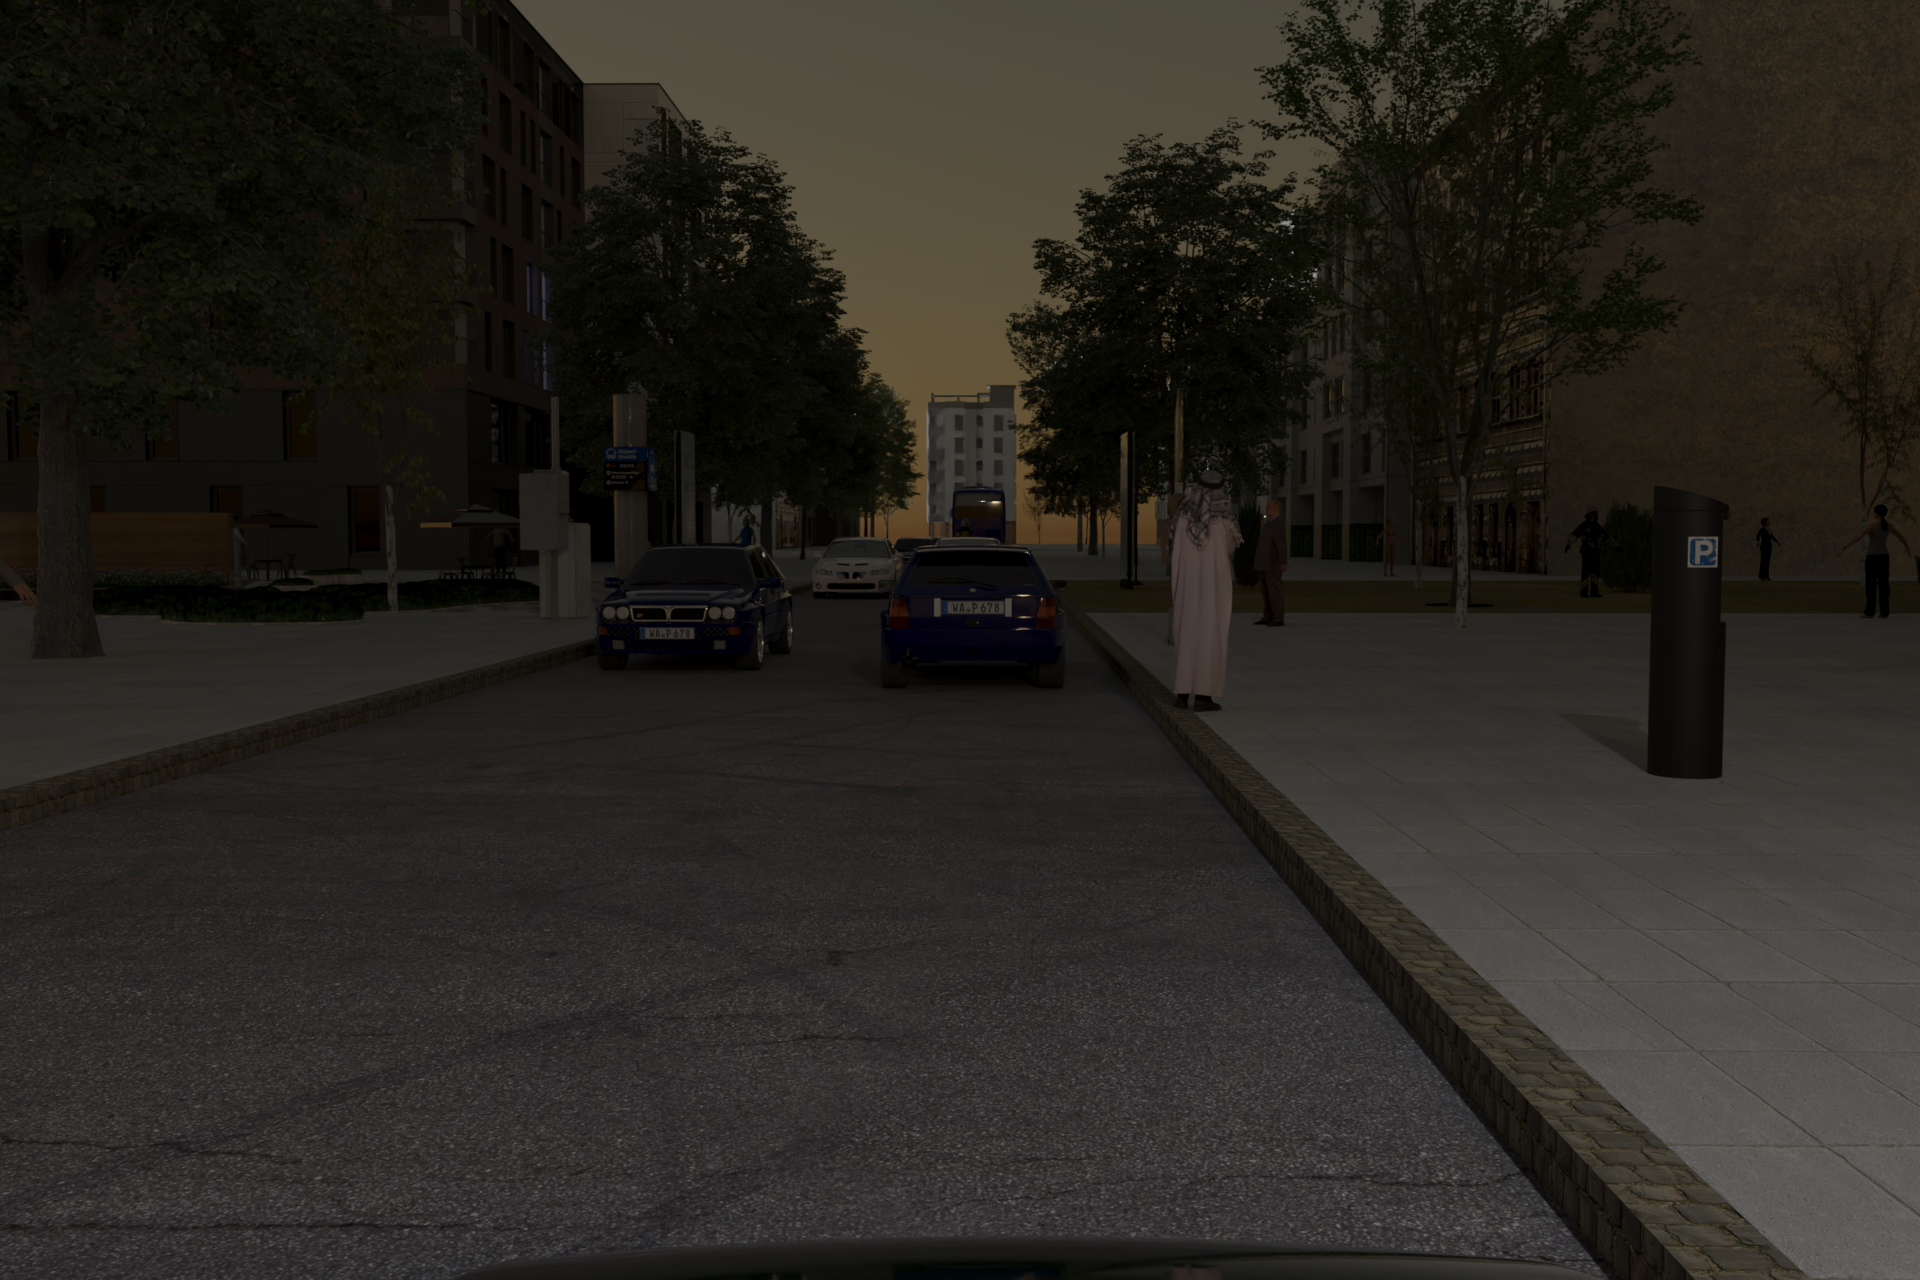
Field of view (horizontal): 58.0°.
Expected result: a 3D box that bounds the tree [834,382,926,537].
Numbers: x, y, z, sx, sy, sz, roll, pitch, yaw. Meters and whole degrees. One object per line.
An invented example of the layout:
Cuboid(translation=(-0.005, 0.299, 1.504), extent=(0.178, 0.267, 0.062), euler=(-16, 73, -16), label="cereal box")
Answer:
Cuboid(translation=(-6.297, -12.934, 129.591), extent=(7.486, 12.596, 7.792), euler=(0, 3, 0), label="tree")

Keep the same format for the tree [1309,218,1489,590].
Cuboid(translation=(10.782, -5.464, 39.706), extent=(4.360, 8.622, 3.978), euler=(0, 3, 0), label="tree")

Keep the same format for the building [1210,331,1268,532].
Cuboid(translation=(28.006, -18.411, 157.436), extent=(16.016, 20.090, 11.380), euler=(0, 4, 1), label="building")

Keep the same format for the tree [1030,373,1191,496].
Cuboid(translation=(7.891, -9.095, 83.110), extent=(8.767, 10.594, 7.601), euler=(-3, 4, -39), label="tree")

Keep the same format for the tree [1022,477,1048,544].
Cuboid(translation=(10.320, -16.470, 219.651), extent=(4.360, 8.622, 3.978), euler=(0, 3, 0), label="tree")

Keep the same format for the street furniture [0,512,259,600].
Cuboid(translation=(-19.489, -1.786, 36.059), extent=(9.812, 1.723, 11.010), euler=(-1, 4, -20), label="street furniture")

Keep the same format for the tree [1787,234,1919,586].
Cuboid(translation=(22.361, -5.671, 43.077), extent=(4.360, 8.622, 3.978), euler=(0, 3, 0), label="tree")

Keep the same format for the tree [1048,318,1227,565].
Cuboid(translation=(7.441, -8.415, 71.994), extent=(8.767, 10.594, 7.601), euler=(2, 4, 23), label="tree")

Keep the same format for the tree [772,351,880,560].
Cuboid(translation=(-7.496, -9.259, 85.805), extent=(7.601, 10.594, 8.767), euler=(-1, 4, -17), label="tree")

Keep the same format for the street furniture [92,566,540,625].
Cuboid(translation=(-10.719, -0.847, 29.469), extent=(5.734, 0.657, 10.072), euler=(1, 4, 12), label="street furniture")

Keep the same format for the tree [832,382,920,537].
Cuboid(translation=(-6.304, -11.752, 117.907), extent=(9.928, 11.665, 9.643), euler=(0, 3, 0), label="tree")

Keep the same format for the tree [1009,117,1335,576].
Cuboid(translation=(6.602, -8.965, 53.228), extent=(9.857, 13.997, 8.962), euler=(0, 3, 0), label="tree")

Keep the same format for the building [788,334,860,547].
Cuboid(translation=(-25.286, -20.385, 177.271), extent=(27.936, 21.610, 32.646), euler=(0, 4, 1), label="building")

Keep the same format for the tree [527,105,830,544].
Cuboid(translation=(-8.595, -8.982, 53.513), extent=(9.857, 13.997, 8.962), euler=(0, 3, 0), label="tree")

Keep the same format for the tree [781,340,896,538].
Cuboid(translation=(-7.305, -11.207, 101.362), extent=(7.486, 12.596, 7.792), euler=(0, 3, 0), label="tree")

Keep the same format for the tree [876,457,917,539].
Cuboid(translation=(-9.551, -18.209, 223.465), extent=(9.928, 11.665, 9.643), euler=(0, 3, 0), label="tree")

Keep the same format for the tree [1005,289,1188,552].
Cuboid(translation=(9.855, -16.410, 124.197), extent=(12.611, 20.169, 13.585), euler=(0, 3, 0), label="tree")

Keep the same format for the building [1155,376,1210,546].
Cuboid(translation=(28.159, -21.198, 203.013), extent=(16.016, 20.090, 11.380), euler=(0, 4, 2), label="building")

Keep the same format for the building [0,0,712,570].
Cuboid(translation=(-27.569, -14.246, 76.901), extent=(27.936, 21.610, 32.646), euler=(0, 4, 1), label="building")

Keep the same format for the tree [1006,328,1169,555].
Cuboid(translation=(7.924, -12.079, 104.149), extent=(9.857, 13.997, 8.962), euler=(0, 3, 0), label="tree")

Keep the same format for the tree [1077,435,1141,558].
Cuboid(translation=(7.674, -8.702, 92.637), extent=(4.360, 8.622, 3.978), euler=(0, 3, 0), label="tree")

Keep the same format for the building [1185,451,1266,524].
Cuboid(translation=(27.622, -14.242, 175.007), extent=(9.099, 9.664, 28.070), euler=(0, 4, 1), label="building")

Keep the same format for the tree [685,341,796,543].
Cuboid(translation=(-8.260, -6.934, 63.727), extent=(4.737, 8.622, 4.395), euler=(0, 3, 0), label="tree")

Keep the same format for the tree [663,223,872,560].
Cuboid(translation=(-8.221, -10.158, 72.736), extent=(9.857, 13.997, 8.962), euler=(0, 3, 0), label="tree")

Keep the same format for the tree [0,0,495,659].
Cuboid(translation=(-9.470, -6.796, 17.763), extent=(9.857, 13.997, 8.962), euler=(0, 3, 0), label="tree")

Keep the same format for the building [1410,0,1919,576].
Cuboid(translation=(27.571, -14.104, 61.528), extent=(19.493, 23.208, 18.063), euler=(0, 4, 2), label="building")

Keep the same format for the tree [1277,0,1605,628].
Cuboid(translation=(7.039, -4.473, 23.491), extent=(4.360, 8.622, 3.978), euler=(0, 3, 0), label="tree")

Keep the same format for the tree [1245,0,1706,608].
Cuboid(translation=(8.796, -6.390, 30.228), extent=(9.928, 11.665, 9.643), euler=(0, 3, 0), label="tree")

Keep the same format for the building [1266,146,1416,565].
Cuboid(translation=(26.363, -13.493, 87.076), extent=(16.747, 18.905, 31.486), euler=(0, 4, 1), label="building")

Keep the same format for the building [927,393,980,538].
Cuboid(translation=(-3.854, -22.305, 223.567), extent=(11.380, 20.090, 16.016), euler=(0, 4, -3), label="building")

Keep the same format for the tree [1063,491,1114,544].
Cuboid(translation=(16.741, -17.758, 224.748), extent=(7.601, 10.594, 8.767), euler=(0, 4, -4), label="tree")

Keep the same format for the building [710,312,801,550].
Cuboid(translation=(-24.218, -19.593, 151.273), extent=(19.493, 23.208, 18.063), euler=(0, 4, 1), label="building")
